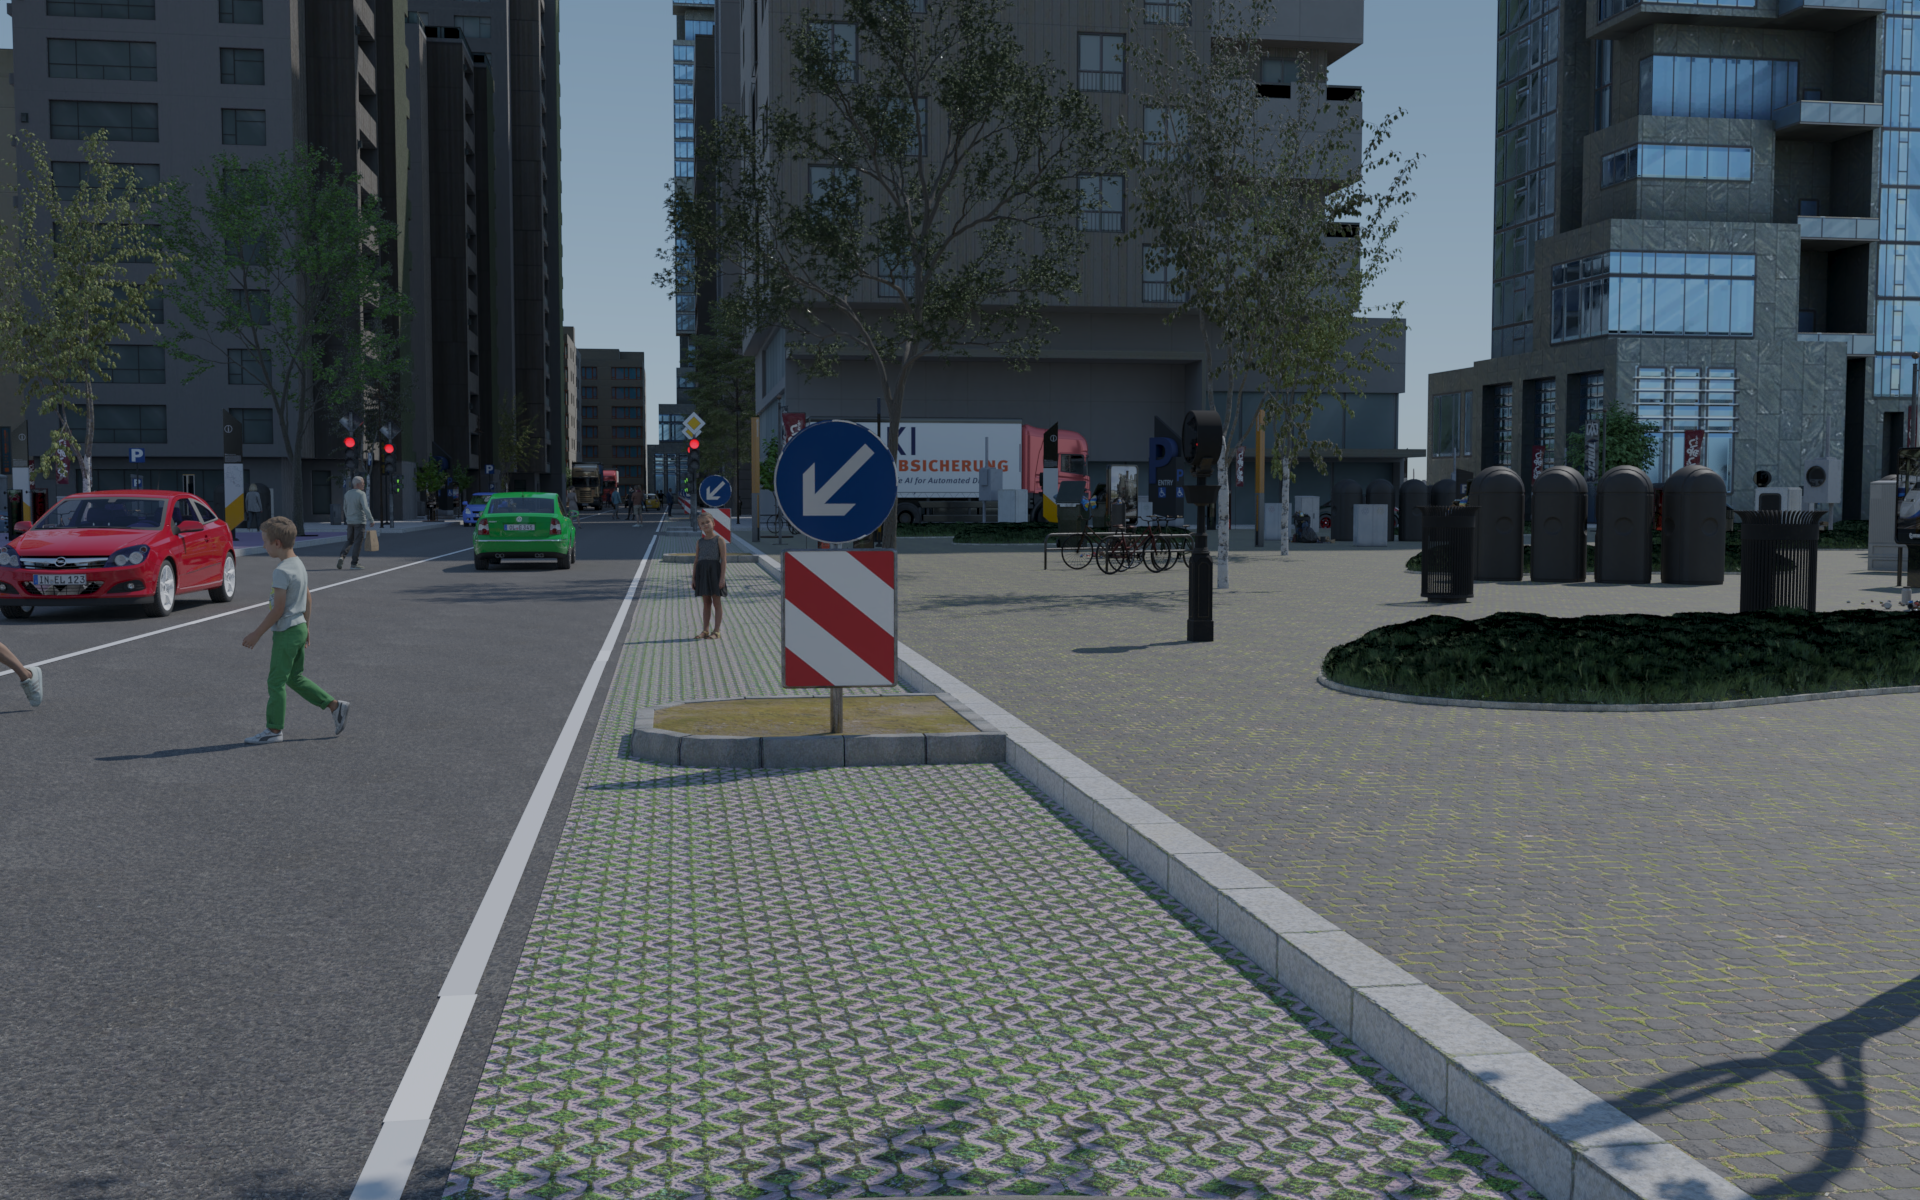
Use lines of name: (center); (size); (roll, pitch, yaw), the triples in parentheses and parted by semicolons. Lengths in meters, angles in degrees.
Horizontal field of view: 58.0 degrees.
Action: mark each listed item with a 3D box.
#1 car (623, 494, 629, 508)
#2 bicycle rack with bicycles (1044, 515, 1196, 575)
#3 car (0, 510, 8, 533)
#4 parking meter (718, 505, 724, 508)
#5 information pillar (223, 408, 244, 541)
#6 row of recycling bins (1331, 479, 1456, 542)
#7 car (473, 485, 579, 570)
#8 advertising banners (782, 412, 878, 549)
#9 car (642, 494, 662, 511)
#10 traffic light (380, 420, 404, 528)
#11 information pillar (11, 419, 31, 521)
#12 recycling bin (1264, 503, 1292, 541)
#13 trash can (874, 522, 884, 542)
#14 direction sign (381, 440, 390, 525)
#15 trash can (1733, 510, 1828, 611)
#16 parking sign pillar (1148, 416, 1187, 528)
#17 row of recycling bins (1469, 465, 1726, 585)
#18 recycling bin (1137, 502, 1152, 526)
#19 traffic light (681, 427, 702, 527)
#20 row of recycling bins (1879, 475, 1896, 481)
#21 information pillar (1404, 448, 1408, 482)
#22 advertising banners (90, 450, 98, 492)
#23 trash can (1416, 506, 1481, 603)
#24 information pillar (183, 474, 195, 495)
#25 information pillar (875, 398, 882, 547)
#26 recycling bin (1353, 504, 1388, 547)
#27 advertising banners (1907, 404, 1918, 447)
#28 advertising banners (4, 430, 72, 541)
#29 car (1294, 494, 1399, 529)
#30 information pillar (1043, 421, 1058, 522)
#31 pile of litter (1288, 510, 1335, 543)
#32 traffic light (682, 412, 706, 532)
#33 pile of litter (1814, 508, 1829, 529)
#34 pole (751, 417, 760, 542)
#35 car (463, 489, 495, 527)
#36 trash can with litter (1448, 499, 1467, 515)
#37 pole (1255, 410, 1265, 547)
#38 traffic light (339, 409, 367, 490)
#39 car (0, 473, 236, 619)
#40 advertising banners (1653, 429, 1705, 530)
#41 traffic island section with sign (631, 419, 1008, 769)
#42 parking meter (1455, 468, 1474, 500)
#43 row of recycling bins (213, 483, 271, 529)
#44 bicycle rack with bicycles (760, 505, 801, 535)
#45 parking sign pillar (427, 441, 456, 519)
car: (-33.510, -10.254, 177.438); (2.009, 1.686, 4.222); (-1, 4, -11)
bicycle rack with bicycles: (2.861, -0.956, 29.012); (2.925, 0.926, 2.852); (-2, 4, -30)
car: (-34.253, -2.849, 58.589); (4.499, 1.417, 2.014); (-1, 4, -11)
parking meter: (-11.488, -4.742, 83.243); (0.255, 1.863, 0.399); (0, 4, -3)
information pillar: (-19.881, -3.426, 47.373); (0.504, 3.616, 0.183); (0, 4, -8)
row of recycling bins: (11.922, -2.451, 47.192); (3.534, 1.692, 1.069); (0, 4, 3)
car: (-8.550, -1.554, 34.207); (1.959, 1.807, 4.718); (-1, 4, -10)
advertising banners: (-2.786, -2.503, 37.107); (2.074, 3.025, 0.090); (0, 4, 5)
car: (-27.001, -8.598, 150.798); (2.015, 1.641, 3.980); (0, 4, -8)
traffic light: (-21.397, -4.664, 65.175); (0.839, 4.253, 0.868); (-1, 4, -9)
information pillar: (-29.471, -3.855, 54.392); (0.504, 3.616, 0.183); (0, 4, -4)
recycling bin: (8.815, -2.175, 48.117); (0.722, 1.027, 0.722); (0, 4, 6)
trash can: (-2.142, -2.115, 46.241); (0.748, 1.137, 0.748); (0, 3, 0)
direction sign: (-23.940, -4.908, 72.245); (0.379, 3.537, 0.876); (1, 4, 11)
trash can: (7.111, -0.208, 15.048); (0.748, 1.137, 0.748); (0, 3, 0)
parking sign pillar: (7.037, -4.319, 59.092); (1.447, 3.967, 1.447); (-3, 5, -39)
row of recycling bins: (9.243, -1.110, 25.261); (3.534, 1.692, 1.069); (1, 4, 22)
recycling bin: (5.602, -2.548, 54.213); (0.722, 1.027, 0.722); (0, 4, -5)
traffic light: (-10.387, -4.776, 67.008); (0.839, 4.253, 0.868); (-1, 4, -9)
row of recycling bins: (21.253, -1.801, 36.562); (3.534, 1.692, 1.069); (2, 4, 24)
information pillar: (22.484, -5.905, 87.900); (0.504, 3.616, 0.183); (3, 4, 37)
advertising banners: (-33.578, -4.350, 67.304); (0.090, 3.025, 2.074); (-3, 5, -39)
trash can: (5.790, -0.545, 20.557); (0.748, 1.137, 0.748); (0, 3, 0)
information pillar: (-28.872, -3.694, 64.882); (0.304, 2.012, 0.304); (3, 4, 38)
information pillar: (-1.960, -3.093, 41.931); (0.183, 3.616, 0.504); (0, 4, -3)
recycling bin: (10.048, -1.827, 42.418); (0.722, 1.027, 0.722); (0, 4, 4)
advertising banners: (18.779, -2.359, 34.755); (0.090, 3.025, 2.074); (1, 4, 9)
advertising banners: (-25.120, -3.121, 47.223); (2.074, 3.025, 0.090); (1, 4, 9)
car: (15.137, -3.529, 67.486); (4.222, 1.686, 2.009); (-1, 4, -8)
information pillar: (2.922, -3.927, 55.565); (0.504, 3.616, 0.183); (0, 4, 2)
pile of litter: (9.228, -1.945, 45.761); (1.176, 0.858, 1.719); (-1, 4, -9)
traffic light: (-9.082, -4.294, 59.130); (0.839, 4.253, 0.868); (-1, 4, -9)
pile of litter: (31.045, -2.972, 62.563); (1.719, 0.858, 1.176); (-2, 4, -31)
pole: (-5.442, -3.198, 46.136); (0.158, 3.312, 0.155); (0, 3, 0)
car: (-21.071, -4.125, 77.038); (1.945, 1.707, 3.694); (-1, 4, -8)
trash can with litter: (11.211, -1.630, 38.043); (1.055, 1.170, 0.624); (-2, 4, -30)
pole: (7.260, -2.941, 41.929); (0.158, 3.312, 0.155); (0, 3, 0)
traffic light: (-20.092, -4.182, 57.297); (0.839, 4.253, 0.868); (-1, 4, -9)
car: (-10.331, -0.755, 21.379); (2.155, 1.783, 4.494); (-1, 4, -9)
advertising banners: (19.103, -3.114, 47.105); (2.074, 3.025, 0.090); (1, 4, 20)
traffic island section with sign: (-0.881, -0.081, 9.958); (1.989, 1.847, 2.006); (-1, 4, -9)
parking meter: (11.449, -2.053, 39.274); (0.399, 1.863, 0.255); (1, 4, 8)
row of recycling bins: (-27.059, -3.553, 65.203); (3.534, 1.692, 1.069); (3, 5, 43)
bicycle rack with bicycles: (-5.106, -2.625, 56.295); (2.925, 0.926, 2.852); (-3, 5, -44)
parking sign pillar: (-26.489, -6.109, 88.354); (1.447, 3.967, 1.447); (2, 4, 30)
